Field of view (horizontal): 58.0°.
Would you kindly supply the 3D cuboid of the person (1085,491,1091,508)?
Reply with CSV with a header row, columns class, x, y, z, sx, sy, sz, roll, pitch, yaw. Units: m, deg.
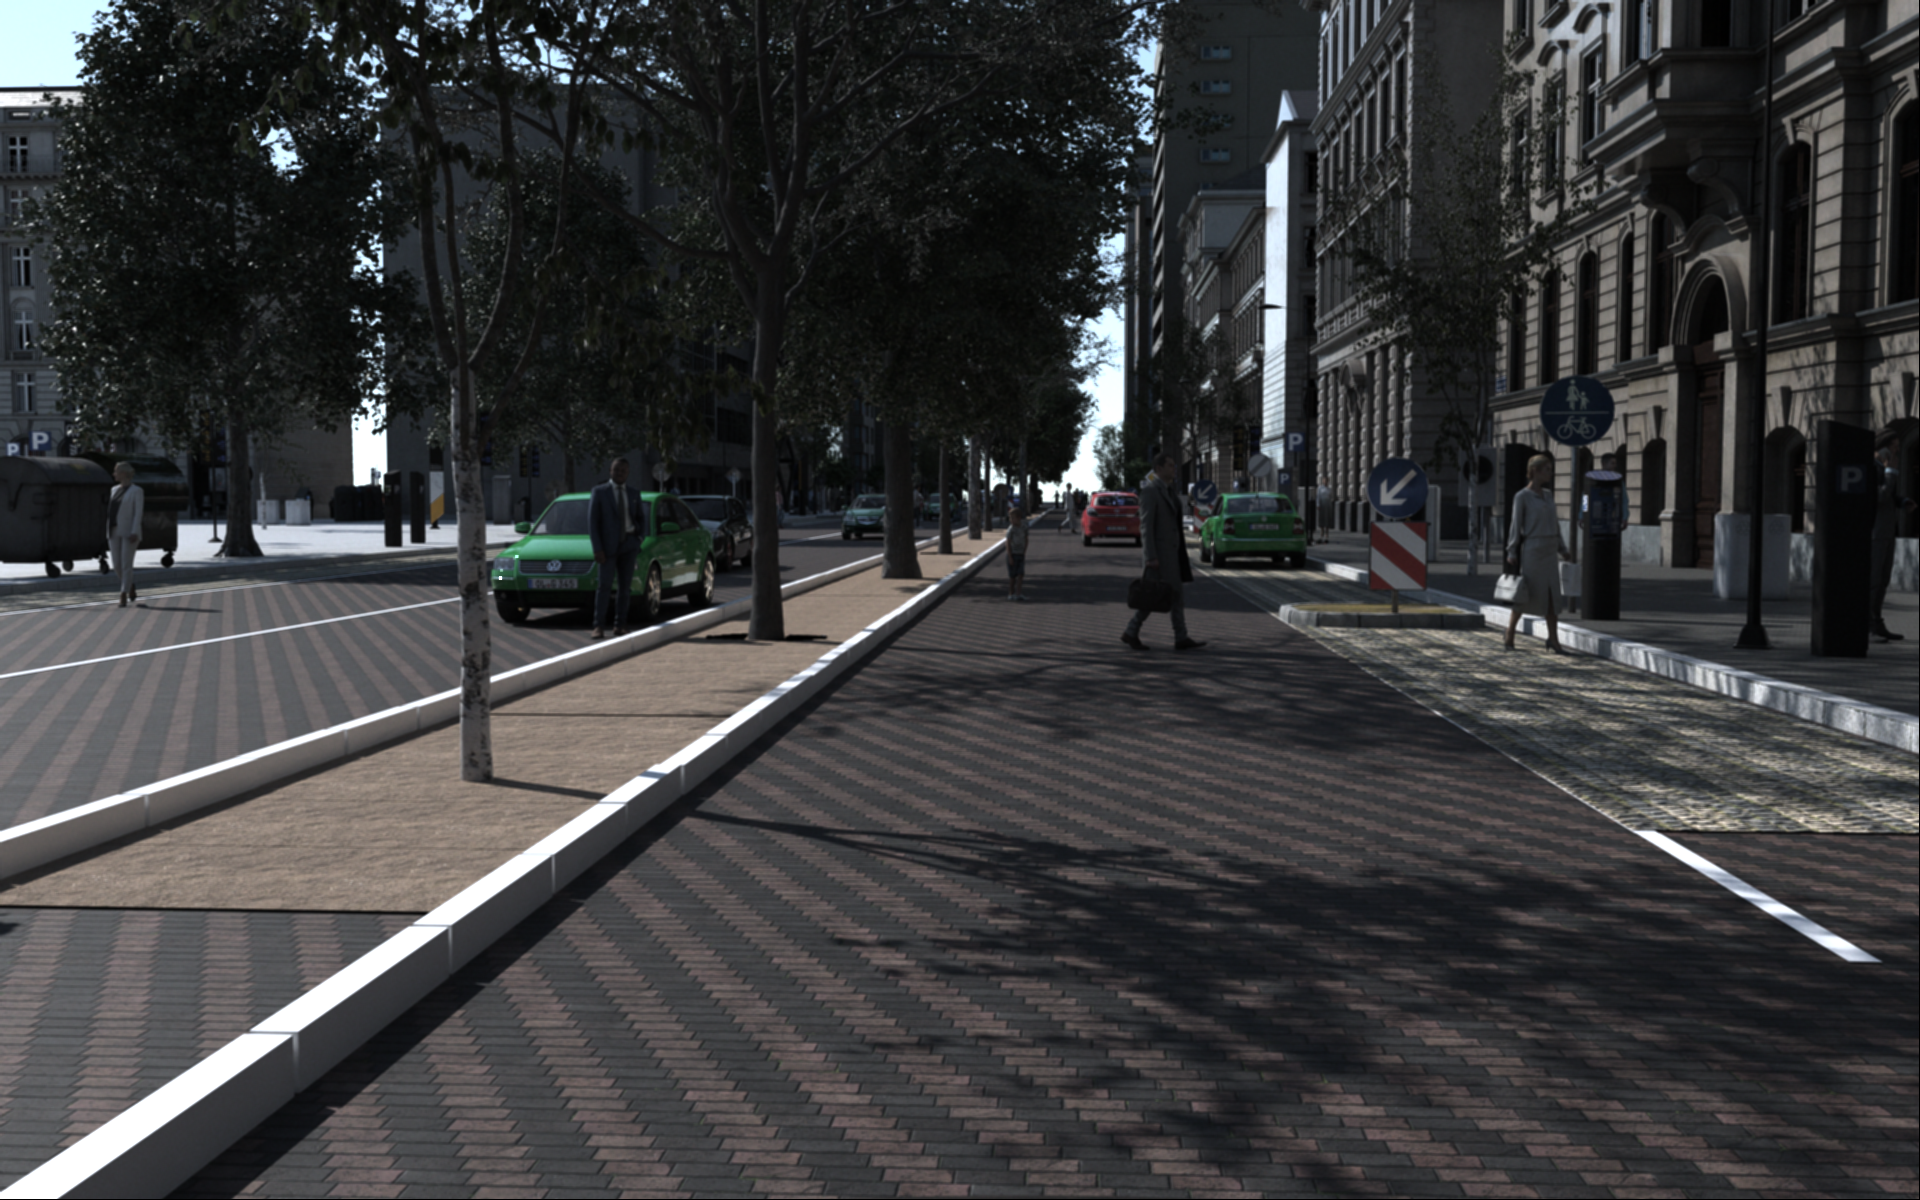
class,x,y,z,sx,sy,sz,roll,pitch,yaw
person,12.880,-10.192,175.852,1.217,1.735,0.721,2,4,31

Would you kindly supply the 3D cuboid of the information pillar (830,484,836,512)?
class,x,y,z,sx,sy,sz,roll,pitch,yaw
information pillar,-8.920,-7.164,121.625,0.304,2.012,0.304,1,4,18

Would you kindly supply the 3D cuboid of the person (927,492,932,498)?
class,x,y,z,sx,sy,sz,roll,pitch,yaw
person,-3.039,-9.894,171.730,0.593,1.643,0.415,-1,4,-17

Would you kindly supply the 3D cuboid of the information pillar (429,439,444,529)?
class,x,y,z,sx,sy,sz,roll,pitch,yaw
information pillar,-19.248,-4.422,63.662,0.504,3.616,0.183,0,4,-5

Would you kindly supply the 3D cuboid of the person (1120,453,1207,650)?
class,x,y,z,sx,sy,sz,roll,pitch,yaw
person,1.876,-0.447,15.905,0.767,1.812,0.694,2,4,28

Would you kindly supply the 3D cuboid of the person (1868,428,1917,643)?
class,x,y,z,sx,sy,sz,roll,pitch,yaw
person,8.043,-0.562,15.033,0.447,1.846,0.655,3,5,43

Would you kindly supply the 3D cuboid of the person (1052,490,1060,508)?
class,x,y,z,sx,sy,sz,roll,pitch,yaw
person,9.724,-10.139,174.265,0.705,1.826,1.348,3,5,42

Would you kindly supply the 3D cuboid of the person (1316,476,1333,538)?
class,x,y,z,sx,sy,sz,roll,pitch,yaw
person,10.624,-2.704,50.478,0.478,1.798,0.641,1,4,10

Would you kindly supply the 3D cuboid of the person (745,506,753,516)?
class,x,y,z,sx,sy,sz,roll,pitch,yaw
person,-10.558,-4.471,84.647,1.012,1.151,0.738,-1,4,-15

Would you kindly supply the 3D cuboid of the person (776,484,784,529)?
class,x,y,z,sx,sy,sz,roll,pitch,yaw
person,-7.353,-3.797,70.593,0.388,1.821,0.555,-1,4,-12

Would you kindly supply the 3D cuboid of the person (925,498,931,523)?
class,x,y,z,sx,sy,sz,roll,pitch,yaw
person,-1.614,-4.505,86.848,0.352,1.250,0.332,3,4,36

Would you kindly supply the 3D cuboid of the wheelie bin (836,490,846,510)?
class,x,y,z,sx,sy,sz,roll,pitch,yaw
wheelie bin,-9.640,-8.006,138.810,0.693,1.594,0.980,3,5,42

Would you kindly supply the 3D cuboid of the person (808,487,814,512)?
class,x,y,z,sx,sy,sz,roll,pitch,yaw
person,-10.667,-7.143,123.092,0.793,1.790,0.793,1,4,21

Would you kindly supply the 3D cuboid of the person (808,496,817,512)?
class,x,y,z,sx,sy,sz,roll,pitch,yaw
person,-10.376,-6.689,120.907,0.738,1.151,1.012,3,5,40

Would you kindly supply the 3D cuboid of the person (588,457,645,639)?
class,x,y,z,sx,sy,sz,roll,pitch,yaw
person,-3.473,-0.535,17.429,0.721,1.800,0.419,-3,5,-41

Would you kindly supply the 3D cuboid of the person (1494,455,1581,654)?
class,x,y,z,sx,sy,sz,roll,pitch,yaw
person,5.205,-0.414,15.617,0.694,1.780,0.624,-1,4,-14

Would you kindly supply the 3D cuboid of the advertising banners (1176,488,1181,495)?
class,x,y,z,sx,sy,sz,roll,pitch,yaw
advertising banners,15.717,-7.843,124.415,0.090,3.025,2.074,1,4,22

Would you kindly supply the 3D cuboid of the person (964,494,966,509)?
class,x,y,z,sx,sy,sz,roll,pitch,yaw
person,0.480,-9.690,170.189,0.557,1.426,1.065,1,4,13

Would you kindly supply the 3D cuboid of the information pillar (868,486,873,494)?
class,x,y,z,sx,sy,sz,roll,pitch,yaw
information pillar,-7.959,-9.979,154.508,0.504,3.616,0.183,-1,4,-22

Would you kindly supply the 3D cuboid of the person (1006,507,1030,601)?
class,x,y,z,sx,sy,sz,roll,pitch,yaw
person,0.783,-0.622,23.347,0.332,1.250,0.352,1,4,10

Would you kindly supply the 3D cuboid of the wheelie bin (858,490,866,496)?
class,x,y,z,sx,sy,sz,roll,pitch,yaw
wheelie bin,-7.450,-7.624,132.565,0.693,1.594,0.980,1,4,14

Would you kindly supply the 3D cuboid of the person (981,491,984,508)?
class,x,y,z,sx,sy,sz,roll,pitch,yaw
person,2.123,-10.004,172.756,1.217,1.739,0.721,2,4,34

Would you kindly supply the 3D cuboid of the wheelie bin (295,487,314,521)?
class,x,y,z,sx,sy,sz,roll,pitch,yaw
wheelie bin,-31.393,-4.589,82.940,0.980,1.594,0.693,1,4,21

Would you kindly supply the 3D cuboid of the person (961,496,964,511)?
class,x,y,z,sx,sy,sz,roll,pitch,yaw
person,0.224,-8.125,145.595,0.306,1.304,0.590,2,4,29

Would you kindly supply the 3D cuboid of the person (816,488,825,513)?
class,x,y,z,sx,sy,sz,roll,pitch,yaw
person,-9.711,-6.892,119.730,0.522,1.701,0.512,2,4,35

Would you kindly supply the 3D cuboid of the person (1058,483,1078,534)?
class,x,y,z,sx,sy,sz,roll,pitch,yaw
person,3.900,-3.324,62.732,0.818,1.842,0.514,-1,4,-9

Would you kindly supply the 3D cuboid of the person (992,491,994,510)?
class,x,y,z,sx,sy,sz,roll,pitch,yaw
person,2.918,-9.112,158.003,0.721,1.766,1.217,2,4,27

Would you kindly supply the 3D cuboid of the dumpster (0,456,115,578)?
class,x,y,z,sx,sy,sz,roll,pitch,yaw
dumpster,-14.260,-1.301,27.034,1.264,1.857,1.865,0,4,4

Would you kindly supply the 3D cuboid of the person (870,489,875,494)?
class,x,y,z,sx,sy,sz,roll,pitch,yaw
person,-7.357,-8.475,145.439,0.563,1.720,0.643,1,4,8

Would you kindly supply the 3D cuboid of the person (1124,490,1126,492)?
class,x,y,z,sx,sy,sz,roll,pitch,yaw
person,17.893,-11.144,189.070,0.721,1.723,1.217,0,4,8

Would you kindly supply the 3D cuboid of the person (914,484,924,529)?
class,x,y,z,sx,sy,sz,roll,pitch,yaw
person,-1.887,-3.857,71.404,0.795,1.843,0.661,0,4,2

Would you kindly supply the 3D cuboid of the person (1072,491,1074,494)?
class,x,y,z,sx,sy,sz,roll,pitch,yaw
person,13.936,-12.463,212.401,1.348,1.807,0.705,0,4,-1

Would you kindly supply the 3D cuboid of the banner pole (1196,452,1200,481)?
class,x,y,z,sx,sy,sz,roll,pitch,yaw
banner pole,13.851,-6.804,101.261,0.401,3.779,0.863,-1,4,-15

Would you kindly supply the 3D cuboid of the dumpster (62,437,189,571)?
class,x,y,z,sx,sy,sz,roll,pitch,yaw
dumpster,-14.293,-1.646,29.410,1.502,2.255,1.985,0,4,4

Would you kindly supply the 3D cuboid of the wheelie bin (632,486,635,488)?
class,x,y,z,sx,sy,sz,roll,pitch,yaw
wheelie bin,-13.595,-3.859,71.001,0.980,1.594,0.693,1,4,15

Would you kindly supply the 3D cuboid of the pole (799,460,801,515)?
class,x,y,z,sx,sy,sz,roll,pitch,yaw
pole,-9.646,-6.765,104.448,0.158,3.312,0.155,0,3,0

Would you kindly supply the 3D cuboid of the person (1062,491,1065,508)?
class,x,y,z,sx,sy,sz,roll,pitch,yaw
person,10.829,-10.340,178.293,0.721,1.736,1.217,-2,4,-31

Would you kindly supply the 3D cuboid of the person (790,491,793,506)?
class,x,y,z,sx,sy,sz,roll,pitch,yaw
person,-13.149,-7.911,135.266,0.818,1.842,0.514,1,4,15

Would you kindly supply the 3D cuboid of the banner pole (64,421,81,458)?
class,x,y,z,sx,sy,sz,roll,pitch,yaw
banner pole,-26.530,-3.804,52.208,0.401,3.779,0.863,3,5,44

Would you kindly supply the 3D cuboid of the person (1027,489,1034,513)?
class,x,y,z,sx,sy,sz,roll,pitch,yaw
person,4.767,-6.823,120.164,0.694,1.812,0.767,1,4,14

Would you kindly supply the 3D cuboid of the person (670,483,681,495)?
class,x,y,z,sx,sy,sz,roll,pitch,yaw
person,-13.196,-4.534,80.363,0.419,1.800,0.721,3,5,41

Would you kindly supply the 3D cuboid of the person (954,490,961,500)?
class,x,y,z,sx,sy,sz,roll,pitch,yaw
person,-0.435,-10.395,178.486,1.348,1.821,0.705,-3,5,-41

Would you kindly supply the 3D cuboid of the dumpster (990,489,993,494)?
class,x,y,z,sx,sy,sz,roll,pitch,yaw
dumpster,5.062,-17.573,292.273,1.985,2.255,1.502,0,4,6

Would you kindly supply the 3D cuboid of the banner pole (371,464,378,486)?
class,x,y,z,sx,sy,sz,roll,pitch,yaw
banner pole,-48.841,-9.454,144.586,0.863,3.779,0.401,1,4,20

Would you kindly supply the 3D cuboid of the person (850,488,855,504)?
class,x,y,z,sx,sy,sz,roll,pitch,yaw
person,-8.364,-7.884,135.284,0.374,1.781,0.599,-1,4,-20

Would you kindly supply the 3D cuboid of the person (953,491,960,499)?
class,x,y,z,sx,sy,sz,roll,pitch,yaw
person,-0.581,-11.744,200.525,1.348,1.823,0.705,3,5,44

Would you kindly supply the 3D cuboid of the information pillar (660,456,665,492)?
class,x,y,z,sx,sy,sz,roll,pitch,yaw
information pillar,-12.227,-4.889,71.292,0.183,3.616,0.504,-2,4,-25

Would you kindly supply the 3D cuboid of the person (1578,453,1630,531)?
class,x,y,z,sx,sy,sz,roll,pitch,yaw
person,8.847,-1.088,23.689,0.638,1.841,0.748,3,5,42

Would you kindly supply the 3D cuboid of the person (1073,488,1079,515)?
class,x,y,z,sx,sy,sz,roll,pitch,yaw
person,7.723,-6.573,115.876,0.836,1.842,0.656,-1,4,-13

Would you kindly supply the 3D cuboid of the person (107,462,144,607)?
class,x,y,z,sx,sy,sz,roll,pitch,yaw
person,-10.695,-0.848,22.243,0.514,1.842,0.818,0,4,-4

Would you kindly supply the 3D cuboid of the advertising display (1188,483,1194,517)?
class,x,y,z,sx,sy,sz,roll,pitch,yaw
advertising display,13.018,-5.592,96.639,0.123,1.923,0.974,-2,4,-24

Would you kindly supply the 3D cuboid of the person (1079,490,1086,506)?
class,x,y,z,sx,sy,sz,roll,pitch,yaw
person,11.548,-9.467,163.157,0.709,1.838,0.599,-1,4,-10

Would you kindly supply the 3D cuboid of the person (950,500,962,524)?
class,x,y,z,sx,sy,sz,roll,pitch,yaw
person,-0.184,-4.175,82.259,0.738,1.151,1.012,-2,4,-31

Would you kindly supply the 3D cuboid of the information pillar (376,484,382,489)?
class,x,y,z,sx,sy,sz,roll,pitch,yaw
information pillar,-43.352,-7.631,129.263,0.304,2.012,0.304,3,5,44
